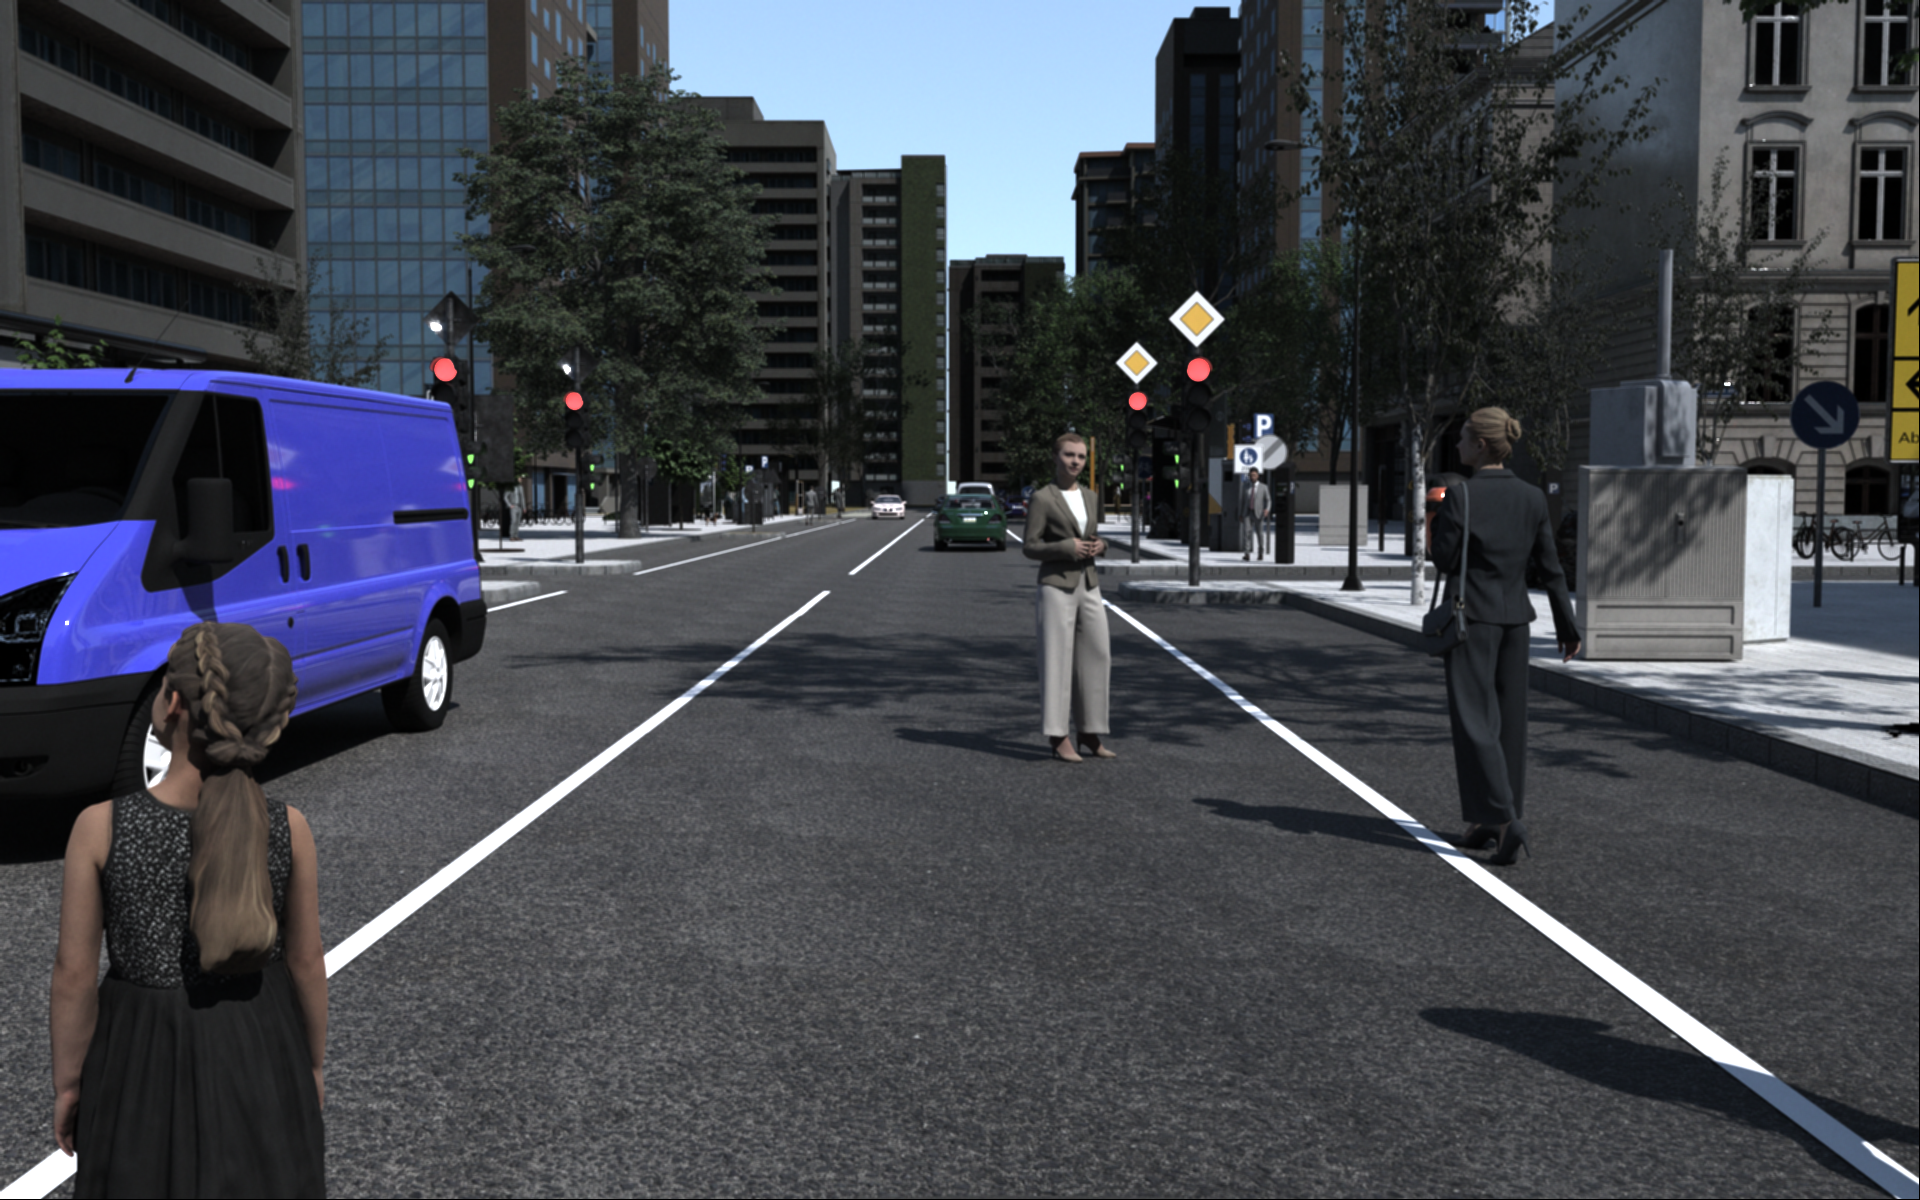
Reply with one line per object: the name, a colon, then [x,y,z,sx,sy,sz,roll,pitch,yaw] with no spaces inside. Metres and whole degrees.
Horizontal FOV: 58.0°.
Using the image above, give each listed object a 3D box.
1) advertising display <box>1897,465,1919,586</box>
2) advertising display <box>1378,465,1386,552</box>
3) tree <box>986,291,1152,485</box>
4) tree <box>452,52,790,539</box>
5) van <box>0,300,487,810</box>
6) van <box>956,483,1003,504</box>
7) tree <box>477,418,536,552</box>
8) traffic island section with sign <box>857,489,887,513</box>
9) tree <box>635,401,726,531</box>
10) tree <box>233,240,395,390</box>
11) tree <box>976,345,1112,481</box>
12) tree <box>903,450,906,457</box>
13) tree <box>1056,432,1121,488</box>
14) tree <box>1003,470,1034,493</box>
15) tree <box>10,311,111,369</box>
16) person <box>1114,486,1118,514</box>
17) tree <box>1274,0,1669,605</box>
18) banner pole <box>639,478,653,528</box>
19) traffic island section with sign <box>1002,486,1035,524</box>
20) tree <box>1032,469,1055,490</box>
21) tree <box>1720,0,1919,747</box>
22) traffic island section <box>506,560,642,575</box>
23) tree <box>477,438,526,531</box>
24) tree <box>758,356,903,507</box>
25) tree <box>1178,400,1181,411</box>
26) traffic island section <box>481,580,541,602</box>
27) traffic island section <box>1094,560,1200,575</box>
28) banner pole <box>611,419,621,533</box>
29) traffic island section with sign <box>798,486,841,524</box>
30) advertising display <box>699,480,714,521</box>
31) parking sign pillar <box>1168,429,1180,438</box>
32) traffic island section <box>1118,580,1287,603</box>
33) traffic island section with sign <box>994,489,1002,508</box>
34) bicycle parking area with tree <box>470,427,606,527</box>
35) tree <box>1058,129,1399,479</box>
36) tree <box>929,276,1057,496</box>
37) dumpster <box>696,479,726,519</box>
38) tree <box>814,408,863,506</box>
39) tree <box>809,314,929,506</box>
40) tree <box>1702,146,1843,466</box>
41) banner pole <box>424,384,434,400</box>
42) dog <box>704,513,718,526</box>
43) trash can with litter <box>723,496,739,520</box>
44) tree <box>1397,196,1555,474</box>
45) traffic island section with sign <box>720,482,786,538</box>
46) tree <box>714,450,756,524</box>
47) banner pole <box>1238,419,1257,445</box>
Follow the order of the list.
advertising display: [13.399,-1.145,23.938,0.123,1.923,0.974,-1,4,-18]
advertising display: [9.496,-2.066,38.997,0.123,1.923,0.974,1,4,12]
tree: [5.771,-11.085,98.251,9.611,12.733,9.660,0,3,0]
tree: [-9.618,-8.734,49.460,9.857,13.997,8.962,0,3,0]
van: [-4.133,-0.275,8.879,2.240,2.365,5.245,0,4,1]
van: [0.590,-3.511,64.418,2.013,2.044,4.112,0,4,1]
tree: [-10.253,-2.689,38.570,1.663,3.219,1.824,0,3,0]
traffic island section with sign: [-6.912,-7.676,134.124,1.989,1.847,2.006,0,3,0]
tree: [-9.823,-4.754,61.436,4.285,4.588,4.351,0,3,0]
tree: [-19.241,-6.161,51.098,4.360,8.622,3.978,0,3,0]
tree: [6.152,-12.860,120.627,12.009,13.543,11.850,0,3,0]
tree: [-9.461,-14.293,168.105,8.767,10.594,7.601,-1,4,-10]
tree: [6.416,-6.286,86.487,4.285,4.588,4.351,0,3,0]
tree: [6.190,-12.084,181.278,4.285,4.588,4.351,0,3,0]
tree: [-9.469,-1.461,18.482,1.663,3.219,1.824,0,3,0]
person: [10.283,-6.561,113.410,0.705,1.812,1.348,0,4,7]
tree: [5.334,-4.229,19.511,4.360,8.622,3.978,0,3,0]
banner pole: [-11.946,-4.639,65.865,0.863,3.779,0.401,3,4,37]
traffic island section with sign: [3.194,-4.609,83.985,1.989,1.847,2.006,0,3,0]
tree: [5.359,-7.225,112.733,1.663,3.219,1.824,0,3,0]
tree: [5.323,-5.065,8.562,9.928,11.665,9.643,0,3,0]
traffic island section: [-7.069,-0.602,32.117,2.009,0.180,2.903,0,3,0]
tree: [-16.965,-4.743,61.264,4.285,4.588,4.351,0,3,0]
tree: [-9.547,-11.210,117.697,8.767,10.594,7.601,-2,4,-24]
tree: [14.957,-9.304,102.475,4.360,8.622,3.978,0,3,0]
traffic island section: [-7.056,-0.113,24.132,2.009,0.180,2.903,0,3,0]
traffic island section: [3.272,-0.602,32.129,2.009,0.180,2.903,0,3,0]
banner pole: [-11.370,-4.157,57.976,0.401,3.779,0.863,2,4,25]
traffic island section with sign: [-6.827,-4.653,84.697,1.989,1.847,2.006,0,3,0]
advertising display: [-11.997,-4.704,82.125,0.974,1.923,0.123,3,5,43]
parking sign pillar: [8.069,-4.496,61.974,1.447,3.967,1.447,-2,4,-29]
traffic island section: [3.285,-0.114,24.144,2.009,0.180,2.903,0,3,0]
traffic island section with sign: [3.063,-9.359,161.642,1.989,1.847,2.006,0,3,0]
bicycle parking area with tree: [-19.411,-5.160,71.366,9.016,4.147,8.231,3,5,43]
tree: [6.070,-6.771,45.118,7.601,10.594,8.767,0,4,-6]
tree: [6.859,-17.914,148.779,12.611,20.169,13.585,0,3,0]
dumpster: [-12.896,-5.280,88.823,1.502,2.255,1.985,0,3,0]
tree: [-9.803,-11.781,142.983,4.360,8.622,3.978,0,3,0]
tree: [-9.548,-20.007,183.002,12.611,20.169,13.585,0,3,0]
tree: [16.576,-5.342,37.709,4.360,8.622,3.978,0,3,0]
banner pole: [-10.389,-2.741,34.828,0.401,3.779,0.863,3,5,42]
dog: [-10.032,-3.240,69.812,0.406,0.507,0.540,1,4,20]
trash can with litter: [-11.216,-4.559,85.927,1.055,1.170,0.624,2,4,28]
tree: [14.840,-7.301,53.791,7.601,10.594,8.767,0,4,4]
traffic island section with sign: [-6.771,-2.955,56.948,1.989,1.847,2.006,0,3,0]
tree: [-9.908,-4.912,74.911,1.663,3.219,1.824,0,3,0]
banner pole: [9.615,-4.165,58.119,0.863,3.779,0.401,1,4,20]
